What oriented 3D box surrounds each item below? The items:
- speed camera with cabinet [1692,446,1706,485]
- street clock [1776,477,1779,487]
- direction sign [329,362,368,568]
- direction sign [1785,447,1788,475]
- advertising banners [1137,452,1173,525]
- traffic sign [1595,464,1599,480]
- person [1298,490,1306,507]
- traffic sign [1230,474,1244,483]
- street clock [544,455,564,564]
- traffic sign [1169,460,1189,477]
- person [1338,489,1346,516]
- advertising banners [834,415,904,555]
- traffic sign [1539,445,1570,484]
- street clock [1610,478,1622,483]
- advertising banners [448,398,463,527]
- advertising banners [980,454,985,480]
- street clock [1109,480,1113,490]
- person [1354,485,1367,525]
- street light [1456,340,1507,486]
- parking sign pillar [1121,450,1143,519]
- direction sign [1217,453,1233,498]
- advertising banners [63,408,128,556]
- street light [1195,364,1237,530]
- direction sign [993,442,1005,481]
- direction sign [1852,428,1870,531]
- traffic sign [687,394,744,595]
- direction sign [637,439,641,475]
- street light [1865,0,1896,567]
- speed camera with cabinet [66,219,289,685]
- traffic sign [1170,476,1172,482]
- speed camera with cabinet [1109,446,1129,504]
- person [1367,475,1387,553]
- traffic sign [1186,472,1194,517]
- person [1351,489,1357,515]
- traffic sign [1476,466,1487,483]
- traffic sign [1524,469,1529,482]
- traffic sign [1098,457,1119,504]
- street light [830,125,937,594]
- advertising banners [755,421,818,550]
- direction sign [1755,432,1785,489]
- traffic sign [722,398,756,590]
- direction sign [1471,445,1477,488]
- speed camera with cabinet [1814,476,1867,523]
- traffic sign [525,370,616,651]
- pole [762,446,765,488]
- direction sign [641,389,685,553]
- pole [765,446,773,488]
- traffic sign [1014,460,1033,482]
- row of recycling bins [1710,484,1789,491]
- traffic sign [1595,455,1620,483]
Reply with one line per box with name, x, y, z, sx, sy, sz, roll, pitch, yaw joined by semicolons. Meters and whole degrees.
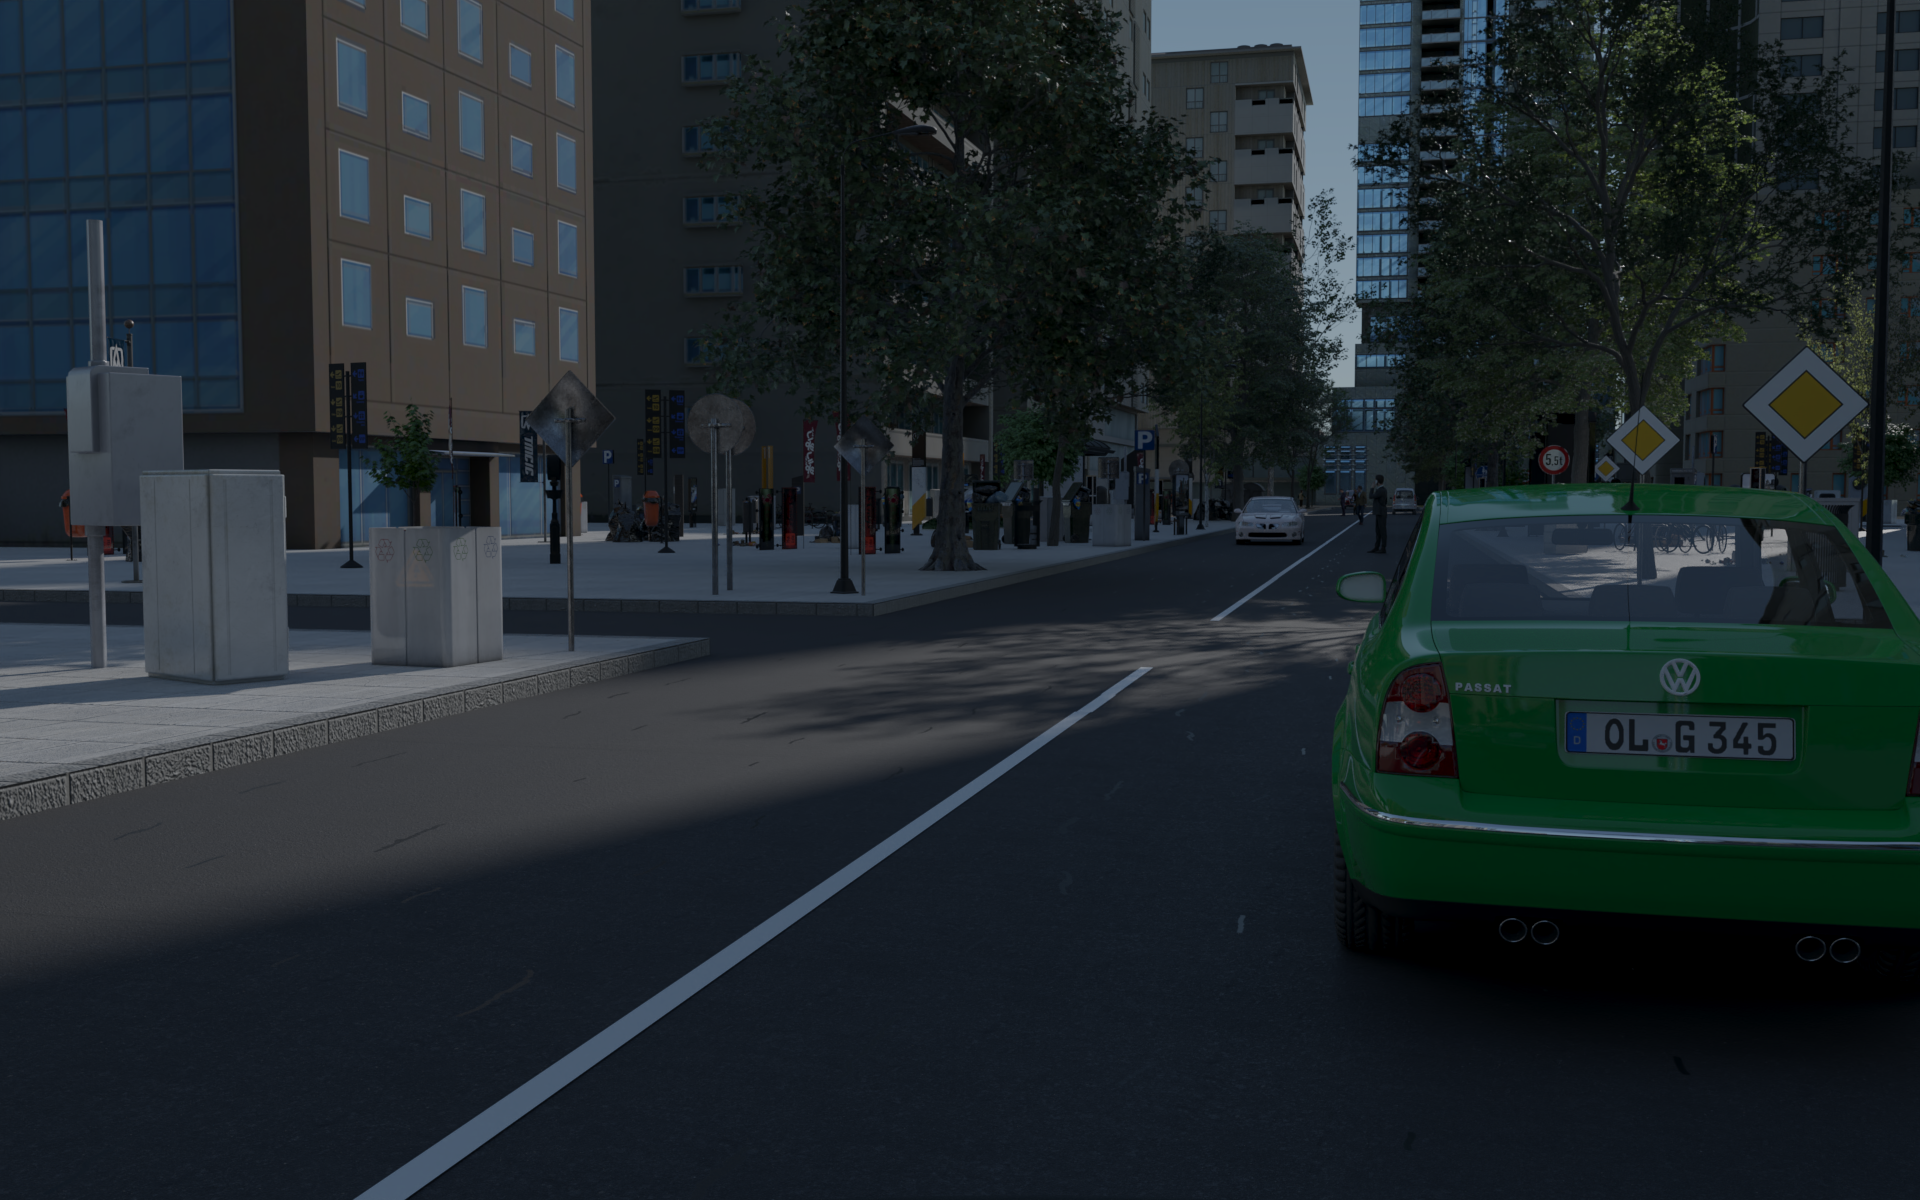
speed camera with cabinet;29.918;-4.651;70.379;0.660;3.252;2.038;2;4;27
street clock;33.088;-4.041;70.635;0.358;2.002;0.471;-3;4;-36
direction sign;-10.571;-2.324;29.989;0.876;3.537;0.379;2;4;28
direction sign;34.329;-4.947;72.877;0.876;3.537;0.379;2;4;33
advertising banners;8.100;-4.648;72.189;0.090;3.025;2.074;-3;4;-39
traffic sign;25.957;-4.358;71.366;0.768;2.556;0.104;1;4;16
person;34.362;-10.130;174.214;0.705;1.812;1.348;-2;4;-28
traffic sign;14.521;-5.558;90.985;0.768;2.556;0.104;1;4;19
street clock;-7.454;-1.668;31.840;0.358;2.002;0.471;-1;4;-9
traffic sign;8.055;-3.900;63.875;0.768;2.556;0.104;1;4;19
person;24.868;-6.354;112.830;0.568;1.767;0.683;-1;4;-19
advertising banners;-1.947;-2.480;36.728;0.090;3.025;2.074;3;5;43
traffic sign;15.489;-2.759;45.215;0.768;2.556;0.104;1;4;18
street clock;29.777;-4.529;78.616;0.471;2.002;0.358;3;4;38
advertising banners;-9.025;-2.128;30.977;0.090;3.025;2.074;-1;4;-20
advertising banners;0.660;-4.913;76.512;0.090;3.025;2.074;-2;4;-24
street clock;7.669;-5.120;88.274;0.358;2.002;0.471;2;4;26
person;18.763;-4.450;81.164;0.656;1.842;0.836;1;4;21
street light;15.758;-4.853;51.892;1.470;5.913;1.316;1;4;14
parking sign pillar;9.069;-6.242;90.534;1.447;3.967;1.447;1;4;13
direction sign;13.653;-5.938;89.078;0.876;3.537;0.379;1;4;18
advertising banners;-17.983;-2.458;36.382;0.090;3.025;2.074;1;4;16
street light;9.212;-5.487;62.247;1.470;5.913;1.316;1;4;14
direction sign;1.624;-4.927;72.549;0.379;3.537;0.876;2;4;34
direction sign;30.975;-4.124;59.428;0.876;3.537;0.379;-1;4;-17
traffic sign;-3.116;-1.338;21.981;0.768;2.556;0.104;1;4;15
direction sign;-12.953;-4.850;71.289;0.379;3.537;0.876;2;4;35
street light;5.691;-2.400;11.788;1.470;5.913;1.316;1;4;14
speed camera with cabinet;-5.595;-1.100;12.318;2.038;3.252;0.660;3;4;38
traffic sign;11.867;-5.796;94.868;0.768;2.556;0.104;1;4;22
speed camera with cabinet;6.602;-4.772;72.350;0.660;3.252;2.038;0;4;-4
person;10.100;-2.081;41.887;0.474;1.900;0.648;1;4;12
traffic sign;11.728;-5.475;89.620;0.768;2.556;0.104;1;4;17
person;27.369;-6.758;119.507;1.217;1.766;0.721;-3;5;-41
traffic sign;23.684;-4.779;78.241;0.768;2.556;0.104;1;4;16
traffic sign;28.572;-5.354;87.641;0.768;2.556;0.104;1;4;23
traffic sign;4.097;-2.796;47.850;0.606;2.300;0.079;1;4;20
street light;-0.971;-3.029;22.071;1.470;5.913;1.316;1;4;14
advertising banners;-3.982;-2.688;40.140;0.090;3.025;2.074;3;4;38
direction sign;29.330;-4.338;62.916;0.876;3.537;0.379;2;4;32
traffic sign;-3.072;-1.403;23.037;0.768;2.556;0.104;1;4;20
direction sign;23.626;-5.363;79.682;0.379;3.537;0.876;2;4;32
speed camera with cabinet;38.933;-5.029;76.563;2.038;3.252;0.660;1;4;18
traffic sign;-3.171;-0.639;14.084;0.795;2.450;0.064;1;4;14
pole;-8.360;-4.900;73.956;0.158;3.312;0.155;0;3;0
direction sign;-6.404;-2.794;37.683;0.876;3.537;0.379;-2;4;-25
pole;-7.999;-4.850;73.138;0.158;3.312;0.155;0;3;0
traffic sign;1.894;-3.051;52.019;0.606;2.300;0.079;1;4;20
row of recycling bins;33.758;-4.120;74.469;3.534;1.692;1.069;0;4;2
traffic sign;19.195;-3.079;51.525;0.795;2.450;0.064;1;4;16
